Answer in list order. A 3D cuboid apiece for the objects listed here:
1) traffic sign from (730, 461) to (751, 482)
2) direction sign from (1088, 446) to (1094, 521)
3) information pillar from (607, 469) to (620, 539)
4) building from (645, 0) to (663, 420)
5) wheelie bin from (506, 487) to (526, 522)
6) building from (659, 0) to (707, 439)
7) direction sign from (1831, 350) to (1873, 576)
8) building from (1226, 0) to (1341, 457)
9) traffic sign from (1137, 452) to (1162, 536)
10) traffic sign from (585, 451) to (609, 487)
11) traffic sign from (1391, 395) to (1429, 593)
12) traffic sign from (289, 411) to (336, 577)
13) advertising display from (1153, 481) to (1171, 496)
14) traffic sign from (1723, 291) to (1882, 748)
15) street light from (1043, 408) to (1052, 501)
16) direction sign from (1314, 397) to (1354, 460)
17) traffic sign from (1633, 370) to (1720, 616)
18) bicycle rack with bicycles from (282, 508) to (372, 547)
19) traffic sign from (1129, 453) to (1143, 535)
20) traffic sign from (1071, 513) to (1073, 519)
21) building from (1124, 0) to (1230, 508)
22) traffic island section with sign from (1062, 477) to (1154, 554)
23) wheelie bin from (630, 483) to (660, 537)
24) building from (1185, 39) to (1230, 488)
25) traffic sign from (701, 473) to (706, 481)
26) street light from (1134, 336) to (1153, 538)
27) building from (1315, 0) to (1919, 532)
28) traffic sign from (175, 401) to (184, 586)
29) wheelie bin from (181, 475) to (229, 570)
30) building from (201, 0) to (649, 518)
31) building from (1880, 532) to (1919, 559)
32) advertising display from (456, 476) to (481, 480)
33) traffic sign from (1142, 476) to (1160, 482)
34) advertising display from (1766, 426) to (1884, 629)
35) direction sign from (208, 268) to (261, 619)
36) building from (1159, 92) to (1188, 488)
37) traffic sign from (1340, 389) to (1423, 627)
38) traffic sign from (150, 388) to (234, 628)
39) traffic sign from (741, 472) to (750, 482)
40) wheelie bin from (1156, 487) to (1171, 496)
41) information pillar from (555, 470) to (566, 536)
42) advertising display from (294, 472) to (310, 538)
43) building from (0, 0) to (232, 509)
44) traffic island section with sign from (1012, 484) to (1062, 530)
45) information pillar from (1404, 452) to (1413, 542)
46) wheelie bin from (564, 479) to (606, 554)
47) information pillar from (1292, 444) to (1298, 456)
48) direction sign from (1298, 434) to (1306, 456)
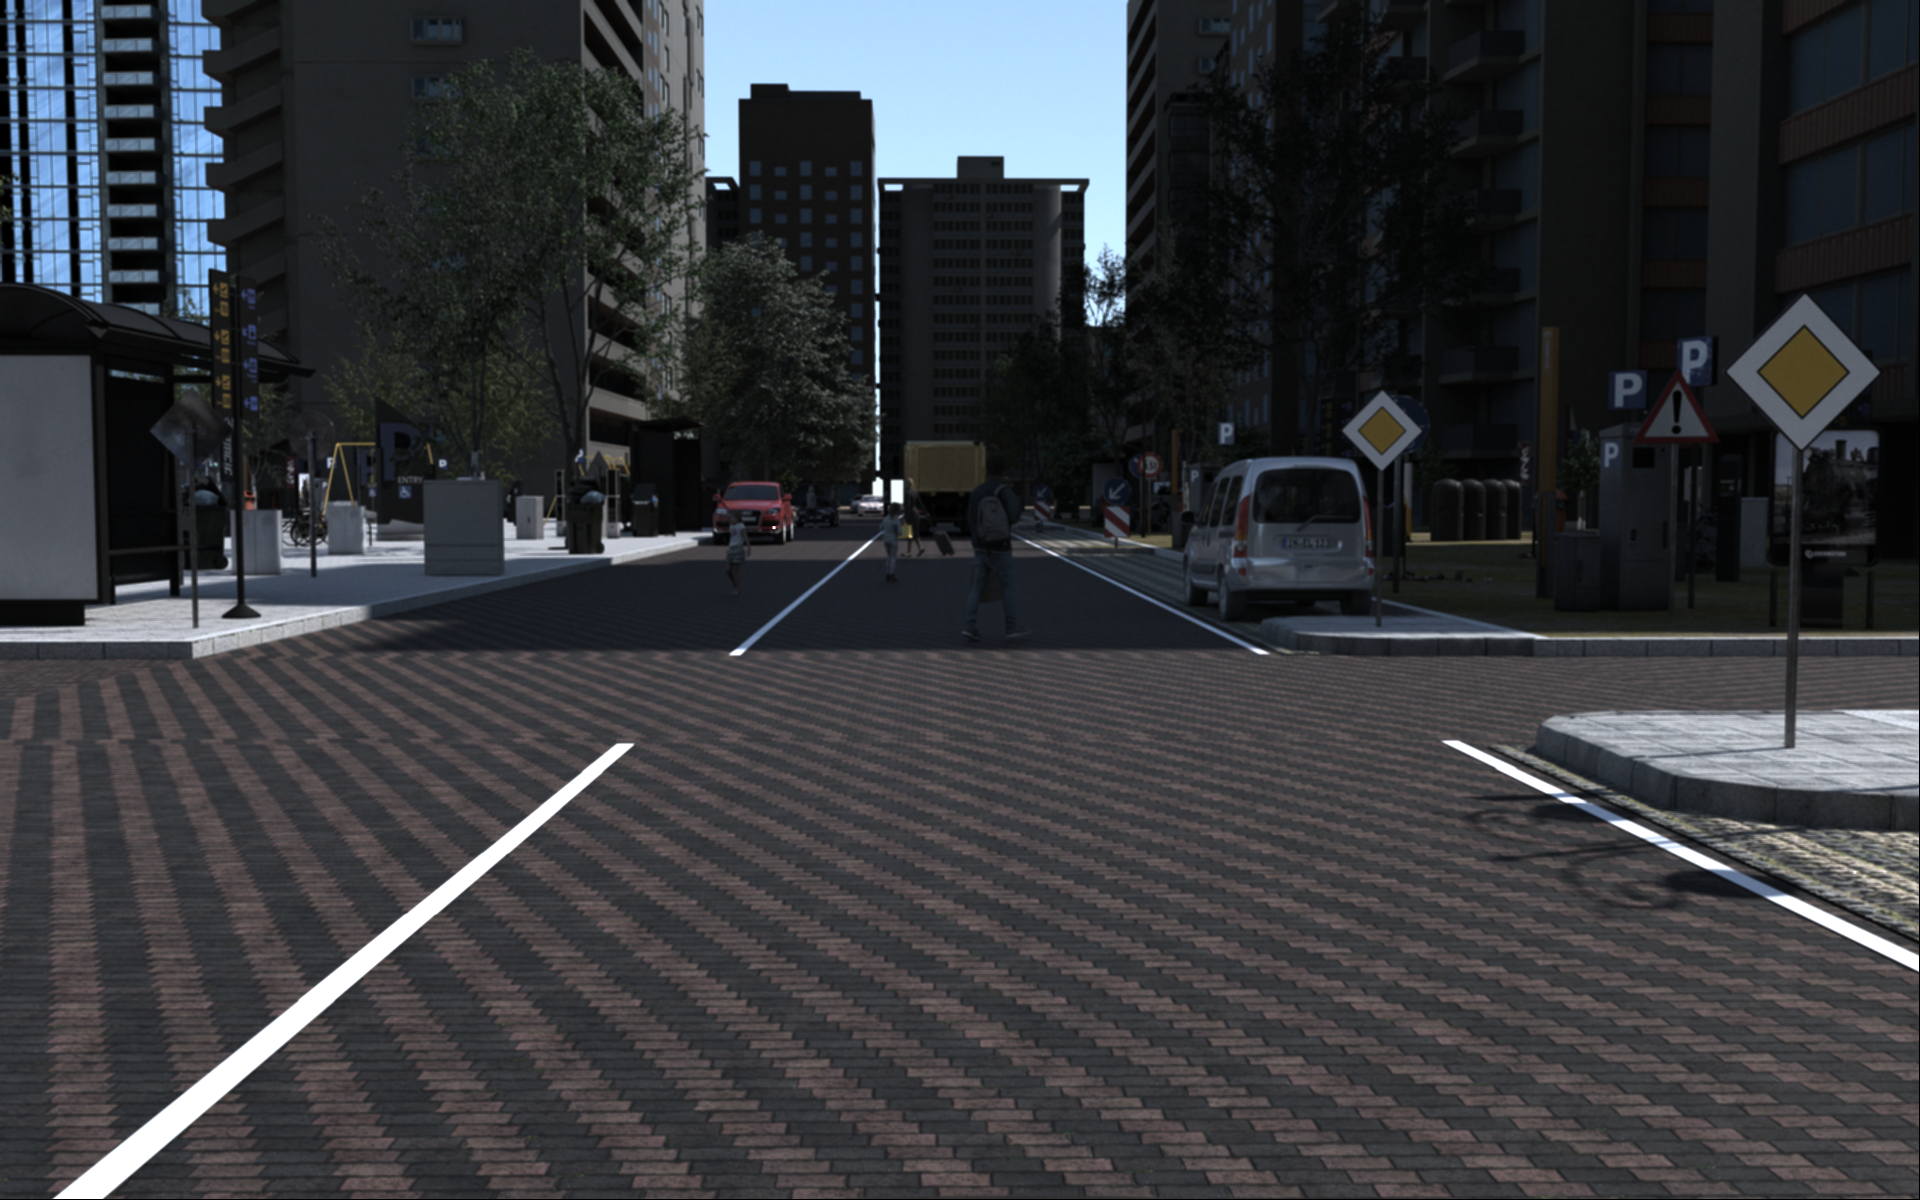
[{"bbox_3d":[-8.635,-4.165,68.108,0.884,2.594,0.081,0,4,6],"label":"traffic sign"},{"bbox_3d":[6.146,-5.448,81.064,0.876,3.537,0.379,3,5,44],"label":"direction sign"},{"bbox_3d":[-10.003,-2.782,49.980,0.304,2.012,0.304,0,4,5],"label":"information pillar"},{"bbox_3d":[-28.607,-28.698,119.317,14.600,45.320,14.200,0,4,-1],"label":"building"},{"bbox_3d":[-20.050,-4.305,78.298,0.693,1.594,0.980,1,4,21],"label":"wheelie bin"},{"bbox_3d":[-35.538,-33.806,141.962,27.495,52.752,28.713,0,4,-1],"label":"building"},{"bbox_3d":[13.951,-2.150,27.155,0.876,3.537,0.379,-2,4,-26],"label":"direction sign"},{"bbox_3d":[23.567,-27.492,99.613,14.600,45.320,14.200,0,4,-1],"label":"building"},{"bbox_3d":[5.793,-3.233,52.959,0.768,2.556,0.104,0,4,3],"label":"traffic sign"},{"bbox_3d":[-10.821,-3.174,51.897,0.884,2.594,0.081,0,4,7],"label":"traffic sign"},{"bbox_3d":[5.656,-1.363,22.395,0.768,2.556,0.104,0,4,6],"label":"traffic sign"},{"bbox_3d":[-9.991,-1.627,26.701,0.768,2.556,0.104,0,4,8],"label":"traffic sign"},{"bbox_3d":[9.924,-4.876,84.935,0.974,1.923,0.123,2,4,31],"label":"advertising display"},{"bbox_3d":[4.191,-0.309,8.692,0.795,2.450,0.064,0,4,-1],"label":"traffic sign"},{"bbox_3d":[4.624,-7.245,91.249,0.468,5.910,1.993,0,4,-1],"label":"street light"},{"bbox_3d":[8.873,-2.988,40.854,0.876,3.537,0.379,3,5,44],"label":"direction sign"},{"bbox_3d":[7.511,-1.114,18.225,0.884,2.594,0.081,0,4,4],"label":"traffic sign"},{"bbox_3d":[-15.962,-1.808,42.946,2.925,0.926,2.852,-2,4,-33],"label":"bicycle rack with bicycles"},{"bbox_3d":[5.666,-3.307,54.173,0.768,2.556,0.104,0,4,4],"label":"traffic sign"},{"bbox_3d":[5.878,-5.541,90.707,0.768,2.556,0.104,0,4,5],"label":"traffic sign"},{"bbox_3d":[25.767,-31.935,145.840,21.300,48.544,21.600,0,4,-1],"label":"building"},{"bbox_3d":[3.603,-2.033,41.872,1.989,1.847,2.006,0,4,-1],"label":"traffic island section with sign"},{"bbox_3d":[-9.386,-2.679,51.708,0.980,1.594,0.693,1,4,18],"label":"wheelie bin"},{"bbox_3d":[23.219,-20.947,114.189,14.160,30.474,14.107,0,4,-1],"label":"building"},{"bbox_3d":[-10.987,-4.398,71.912,0.884,2.594,0.081,0,4,2],"label":"traffic sign"},{"bbox_3d":[5.402,-4.770,50.781,0.468,5.910,1.993,0,4,-1],"label":"street light"},{"bbox_3d":[28.163,-25.851,77.294,22.147,44.769,28.867,0,4,-1],"label":"building"},{"bbox_3d":[-10.934,-1.482,24.240,0.884,2.594,0.081,0,4,3],"label":"traffic sign"},{"bbox_3d":[-12.884,-1.316,29.432,0.980,1.594,0.693,3,4,36],"label":"wheelie bin"},{"bbox_3d":[-30.739,-29.210,101.278,21.300,48.544,21.600,0,4,-1],"label":"building"},{"bbox_3d":[31.284,-23.380,36.886,28.867,44.769,22.147,0,4,-1],"label":"building"},{"bbox_3d":[-17.541,-3.471,61.963,0.974,1.923,0.123,-2,4,-27],"label":"advertising display"},{"bbox_3d":[8.051,-4.492,73.446,0.884,2.594,0.081,0,4,8],"label":"traffic sign"},{"bbox_3d":[8.261,-0.695,16.573,0.974,1.923,0.123,1,4,15],"label":"advertising display"},{"bbox_3d":[-7.468,-1.584,17.895,0.379,3.537,0.876,0,4,6],"label":"direction sign"},{"bbox_3d":[21.560,-21.807,128.242,14.160,30.474,14.107,0,4,-1],"label":"building"},{"bbox_3d":[4.043,-0.797,16.675,0.795,2.450,0.064,0,4,-1],"label":"traffic sign"},{"bbox_3d":[-7.300,-0.786,16.486,0.795,2.450,0.064,0,4,-1],"label":"traffic sign"},{"bbox_3d":[-11.368,-5.532,90.548,0.768,2.556,0.104,0,4,1],"label":"traffic sign"},{"bbox_3d":[8.798,-4.072,74.485,0.693,1.594,0.980,2,4,28],"label":"wheelie bin"},{"bbox_3d":[-12.162,-2.970,53.049,0.304,2.012,0.304,2,4,31],"label":"information pillar"},{"bbox_3d":[-19.197,-2.782,50.704,0.123,1.923,0.974,0,4,3],"label":"advertising display"},{"bbox_3d":[-65.866,-50.751,142.444,31.000,86.520,22.319,0,4,-1],"label":"building"},{"bbox_3d":[3.099,-3.682,68.823,1.989,1.847,2.006,0,4,-1],"label":"traffic island section with sign"},{"bbox_3d":[11.923,-3.347,46.076,0.183,3.616,0.504,0,4,-1],"label":"information pillar"},{"bbox_3d":[-8.017,-1.782,37.050,0.980,1.594,0.693,1,4,18],"label":"wheelie bin"},{"bbox_3d":[15.683,-5.501,81.292,0.183,3.616,0.504,-1,4,-14],"label":"information pillar"},{"bbox_3d":[13.097,-4.464,64.989,0.876,3.537,0.379,2,4,35],"label":"direction sign"}]
